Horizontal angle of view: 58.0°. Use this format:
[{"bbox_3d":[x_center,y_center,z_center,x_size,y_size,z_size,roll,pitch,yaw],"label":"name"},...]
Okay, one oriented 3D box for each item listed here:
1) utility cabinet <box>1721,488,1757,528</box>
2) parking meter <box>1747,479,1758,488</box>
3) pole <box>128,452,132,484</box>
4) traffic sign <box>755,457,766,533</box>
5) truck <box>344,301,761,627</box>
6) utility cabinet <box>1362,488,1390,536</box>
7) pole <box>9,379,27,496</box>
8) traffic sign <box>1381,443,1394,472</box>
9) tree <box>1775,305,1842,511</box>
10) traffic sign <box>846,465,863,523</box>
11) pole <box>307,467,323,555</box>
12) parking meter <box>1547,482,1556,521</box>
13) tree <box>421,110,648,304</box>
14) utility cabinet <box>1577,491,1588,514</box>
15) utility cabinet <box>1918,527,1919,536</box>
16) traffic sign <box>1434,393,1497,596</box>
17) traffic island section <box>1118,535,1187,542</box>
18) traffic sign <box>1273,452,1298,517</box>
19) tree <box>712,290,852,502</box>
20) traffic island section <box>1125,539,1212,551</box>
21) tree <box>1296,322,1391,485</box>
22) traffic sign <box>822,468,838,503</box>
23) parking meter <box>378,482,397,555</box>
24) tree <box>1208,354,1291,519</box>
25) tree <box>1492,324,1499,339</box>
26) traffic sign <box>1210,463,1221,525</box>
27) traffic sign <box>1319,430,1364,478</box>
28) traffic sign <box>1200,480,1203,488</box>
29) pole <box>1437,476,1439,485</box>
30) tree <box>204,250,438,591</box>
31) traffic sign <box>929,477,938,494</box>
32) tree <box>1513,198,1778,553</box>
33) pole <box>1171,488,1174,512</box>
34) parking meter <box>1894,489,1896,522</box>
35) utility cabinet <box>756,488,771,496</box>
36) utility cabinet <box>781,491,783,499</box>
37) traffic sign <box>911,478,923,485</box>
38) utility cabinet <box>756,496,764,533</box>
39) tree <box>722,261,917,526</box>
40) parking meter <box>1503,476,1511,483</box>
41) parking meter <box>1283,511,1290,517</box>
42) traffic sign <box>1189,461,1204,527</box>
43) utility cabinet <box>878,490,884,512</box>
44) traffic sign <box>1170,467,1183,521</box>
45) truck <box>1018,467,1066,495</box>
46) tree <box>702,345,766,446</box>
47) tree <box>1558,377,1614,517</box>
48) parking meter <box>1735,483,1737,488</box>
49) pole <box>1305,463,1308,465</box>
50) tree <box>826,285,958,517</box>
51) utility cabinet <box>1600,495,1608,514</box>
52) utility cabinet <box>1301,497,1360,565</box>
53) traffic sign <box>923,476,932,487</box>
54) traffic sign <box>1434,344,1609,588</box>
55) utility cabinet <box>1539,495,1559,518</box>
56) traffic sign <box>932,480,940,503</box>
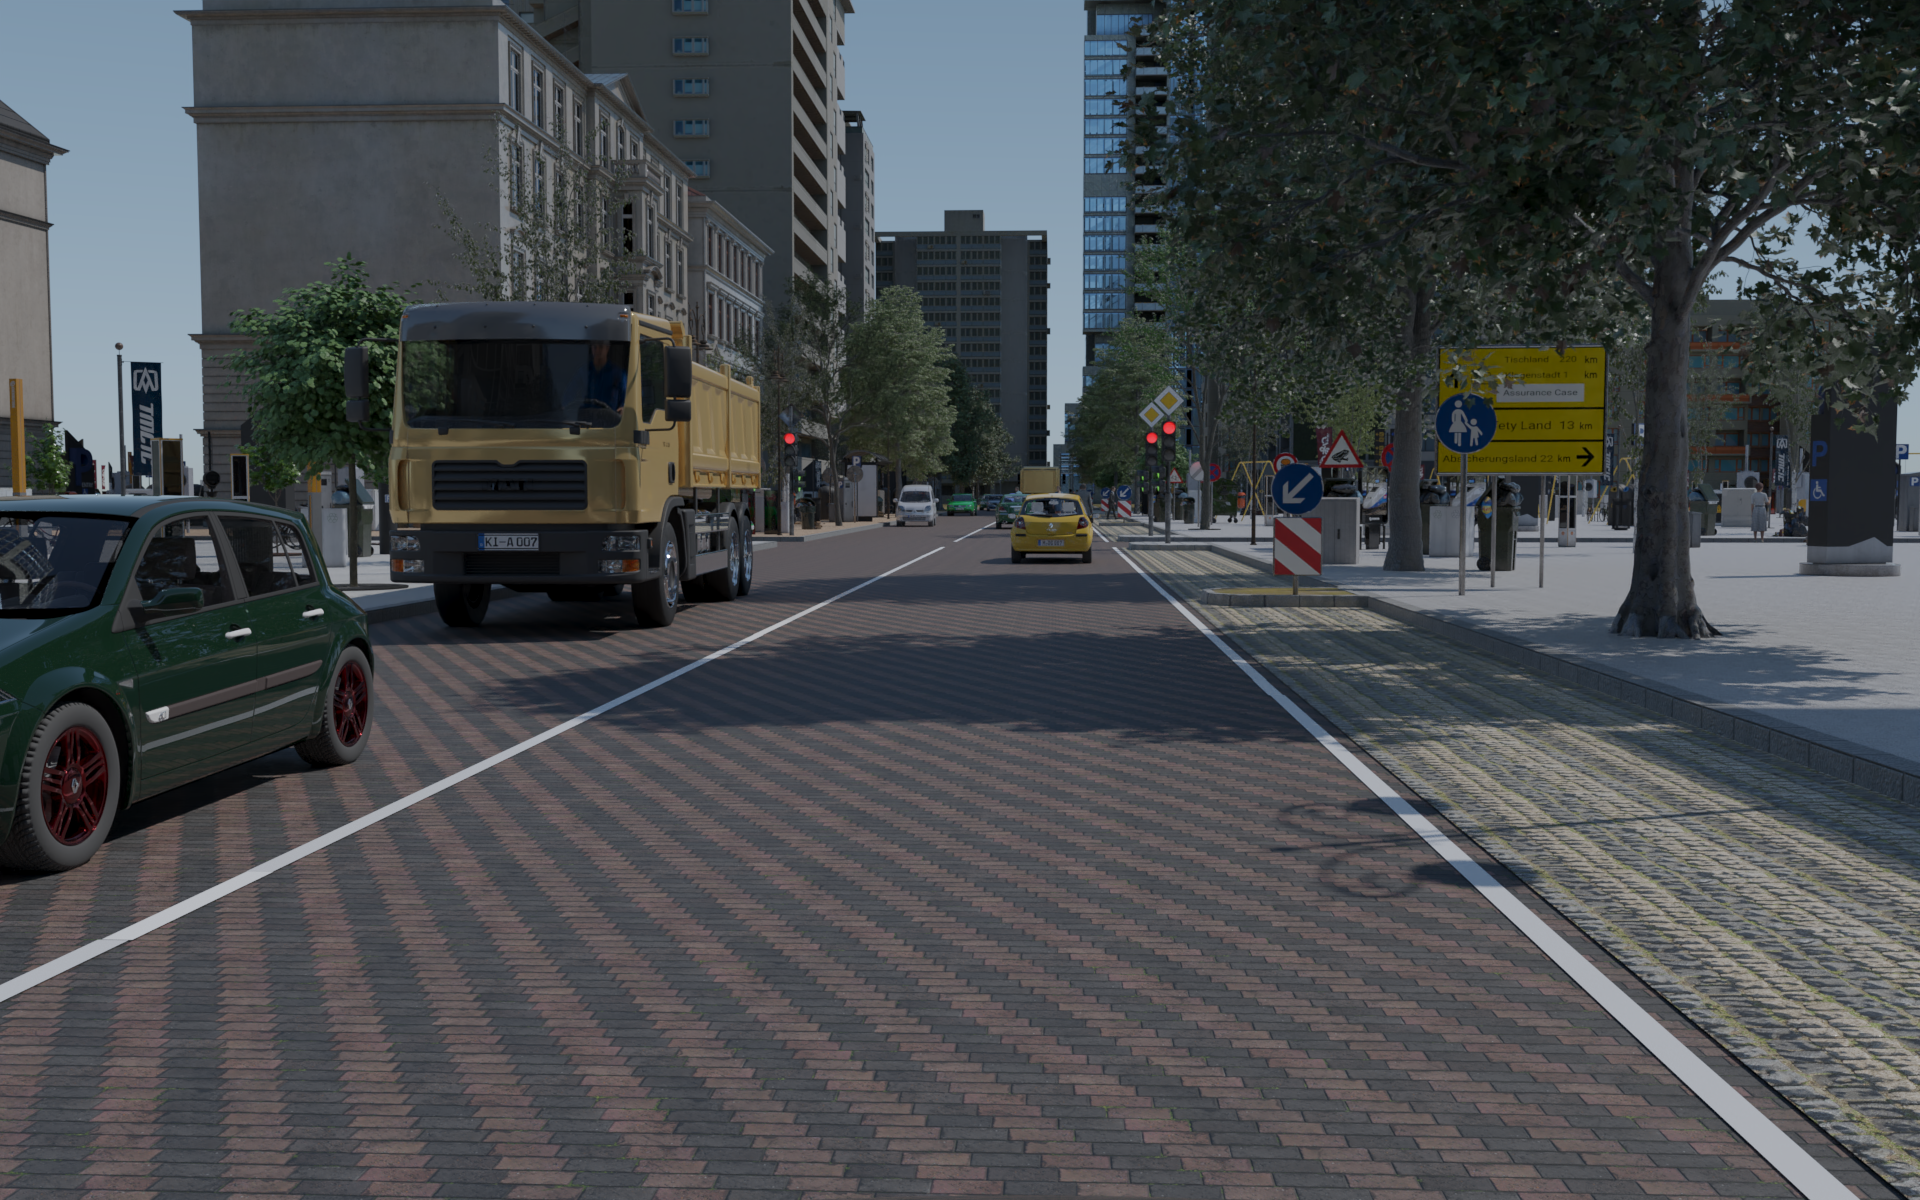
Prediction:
[{"bbox_3d":[29.495,-3.481,65.585,1.173,1.500,0.318,3,5,41],"label":"utility cabinet"},{"bbox_3d":[30.811,-3.774,67.409,0.399,1.863,0.255,-2,4,-35],"label":"parking meter"},{"bbox_3d":[-39.877,-5.470,83.276,0.158,3.312,0.155,0,3,0],"label":"pole"},{"bbox_3d":[-6.817,-3.507,57.445,0.768,2.556,0.104,1,4,11],"label":"traffic sign"},{"bbox_3d":[-4.315,-1.526,20.872,3.469,3.379,9.791,0,4,1],"label":"truck"},{"bbox_3d":[12.884,-2.701,52.838,1.173,1.500,0.318,-1,4,-19],"label":"utility cabinet"},{"bbox_3d":[-16.678,-2.254,30.690,0.158,3.312,0.155,0,3,0],"label":"pole"},{"bbox_3d":[10.664,-2.583,42.345,0.768,2.556,0.104,1,4,9],"label":"traffic sign"},{"bbox_3d":[27.428,-6.485,56.400,4.360,8.622,3.978,0,3,0],"label":"tree"},{"bbox_3d":[-4.685,-4.710,77.112,0.768,2.556,0.104,0,4,6],"label":"traffic sign"},{"bbox_3d":[-10.314,-2.068,27.651,0.158,3.312,0.155,0,3,0],"label":"pole"},{"bbox_3d":[28.158,-4.694,82.457,0.255,1.863,0.399,0,4,-4],"label":"parking meter"},{"bbox_3d":[-7.803,-5.040,32.772,4.360,8.622,3.978,0,3,0],"label":"tree"},{"bbox_3d":[38.572,-6.051,107.614,0.318,1.500,1.173,-1,4,-11],"label":"utility cabinet"},{"bbox_3d":[29.333,-2.661,52.189,0.318,1.500,1.173,0,4,5],"label":"utility cabinet"},{"bbox_3d":[6.347,-1.329,21.830,0.768,2.556,0.104,0,4,4],"label":"traffic sign"},{"bbox_3d":[5.851,-1.874,52.923,2.009,0.180,2.903,0,4,3],"label":"traffic island section"},{"bbox_3d":[9.977,-3.242,53.113,0.768,2.556,0.104,1,4,11],"label":"traffic sign"},{"bbox_3d":[-6.435,-6.829,62.009,4.360,8.622,3.978,0,3,0],"label":"tree"},{"bbox_3d":[5.413,-1.386,44.950,2.009,0.180,2.903,0,4,3],"label":"traffic island section"},{"bbox_3d":[16.397,-7.493,72.880,4.737,8.622,4.395,0,3,0],"label":"tree"},{"bbox_3d":[-6.239,-5.081,83.180,0.768,2.556,0.104,0,4,7],"label":"traffic sign"},{"bbox_3d":[-12.167,-1.739,36.844,0.372,1.533,0.369,0,3,0],"label":"parking meter"},{"bbox_3d":[14.987,-8.467,88.805,4.360,8.622,3.978,0,3,0],"label":"tree"},{"bbox_3d":[20.182,-7.015,65.056,4.360,8.622,3.978,0,3,0],"label":"tree"},{"bbox_3d":[10.412,-4.375,71.641,0.768,2.556,0.104,0,4,6],"label":"traffic sign"},{"bbox_3d":[7.710,-2.144,35.051,0.884,2.594,0.081,1,4,11],"label":"traffic sign"},{"bbox_3d":[11.056,-4.875,79.707,0.884,2.594,0.081,0,4,8],"label":"traffic sign"},{"bbox_3d":[33.920,-7.896,122.943,0.158,3.312,0.155,0,3,0],"label":"pole"},{"bbox_3d":[-8.330,-2.428,23.405,4.285,4.588,4.351,0,3,0],"label":"tree"},{"bbox_3d":[-1.982,-7.790,127.475,0.768,2.556,0.104,0,4,4],"label":"traffic sign"},{"bbox_3d":[14.414,-5.314,37.246,4.360,8.622,3.978,0,3,0],"label":"tree"},{"bbox_3d":[15.053,-7.882,122.714,0.158,3.312,0.155,0,3,0],"label":"pole"},{"bbox_3d":[36.915,-3.692,68.768,0.372,1.533,0.369,0,3,0],"label":"parking meter"},{"bbox_3d":[-11.684,-5.881,104.840,1.173,1.500,0.318,0,4,1],"label":"utility cabinet"},{"bbox_3d":[-12.244,-6.535,115.518,1.173,1.500,0.318,3,4,37],"label":"utility cabinet"},{"bbox_3d":[-2.914,-7.198,117.696,0.884,2.594,0.081,0,4,7],"label":"traffic sign"},{"bbox_3d":[-6.746,-2.857,57.872,1.020,1.237,0.306,0,4,-3],"label":"utility cabinet"},{"bbox_3d":[-5.176,-8.270,69.629,7.601,10.594,8.767,2,4,26],"label":"tree"},{"bbox_3d":[13.242,-2.235,42.248,0.255,1.863,0.399,3,5,39],"label":"parking meter"},{"bbox_3d":[16.092,-4.865,85.253,0.255,1.863,0.399,2,4,32],"label":"parking meter"},{"bbox_3d":[9.302,-4.120,67.473,0.768,2.556,0.104,1,4,9],"label":"traffic sign"},{"bbox_3d":[-4.682,-5.531,99.103,0.318,1.500,1.173,-2,4,-26],"label":"utility cabinet"},{"bbox_3d":[10.335,-5.111,83.561,0.884,2.594,0.081,1,4,10],"label":"traffic sign"},{"bbox_3d":[5.629,-7.642,120.867,3.469,3.379,9.791,0,4,4],"label":"truck"},{"bbox_3d":[-11.371,-8.278,85.710,4.737,8.622,4.395,0,3,0],"label":"tree"},{"bbox_3d":[35.072,-9.004,97.577,4.737,8.622,4.395,0,3,0],"label":"tree"},{"bbox_3d":[41.635,-5.318,92.665,0.255,1.863,0.399,3,4,36],"label":"parking meter"},{"bbox_3d":[22.840,-7.369,114.321,0.158,3.312,0.155,0,3,0],"label":"pole"},{"bbox_3d":[-3.757,-10.800,94.706,7.486,12.596,7.792,0,3,0],"label":"tree"},{"bbox_3d":[42.618,-6.296,114.104,1.020,1.237,0.306,-2,4,-32],"label":"utility cabinet"},{"bbox_3d":[6.804,-1.264,31.830,1.020,1.237,0.306,2,4,27],"label":"utility cabinet"},{"bbox_3d":[-2.403,-7.433,121.538,0.884,2.594,0.081,0,4,5],"label":"traffic sign"},{"bbox_3d":[7.642,-1.822,23.662,2.265,3.308,0.079,0,4,8],"label":"traffic sign"},{"bbox_3d":[31.677,-5.013,93.130,1.020,1.237,0.306,-1,4,-11],"label":"utility cabinet"},{"bbox_3d":[-1.804,-7.757,128.949,0.606,2.300,0.079,1,4,13],"label":"traffic sign"}]
